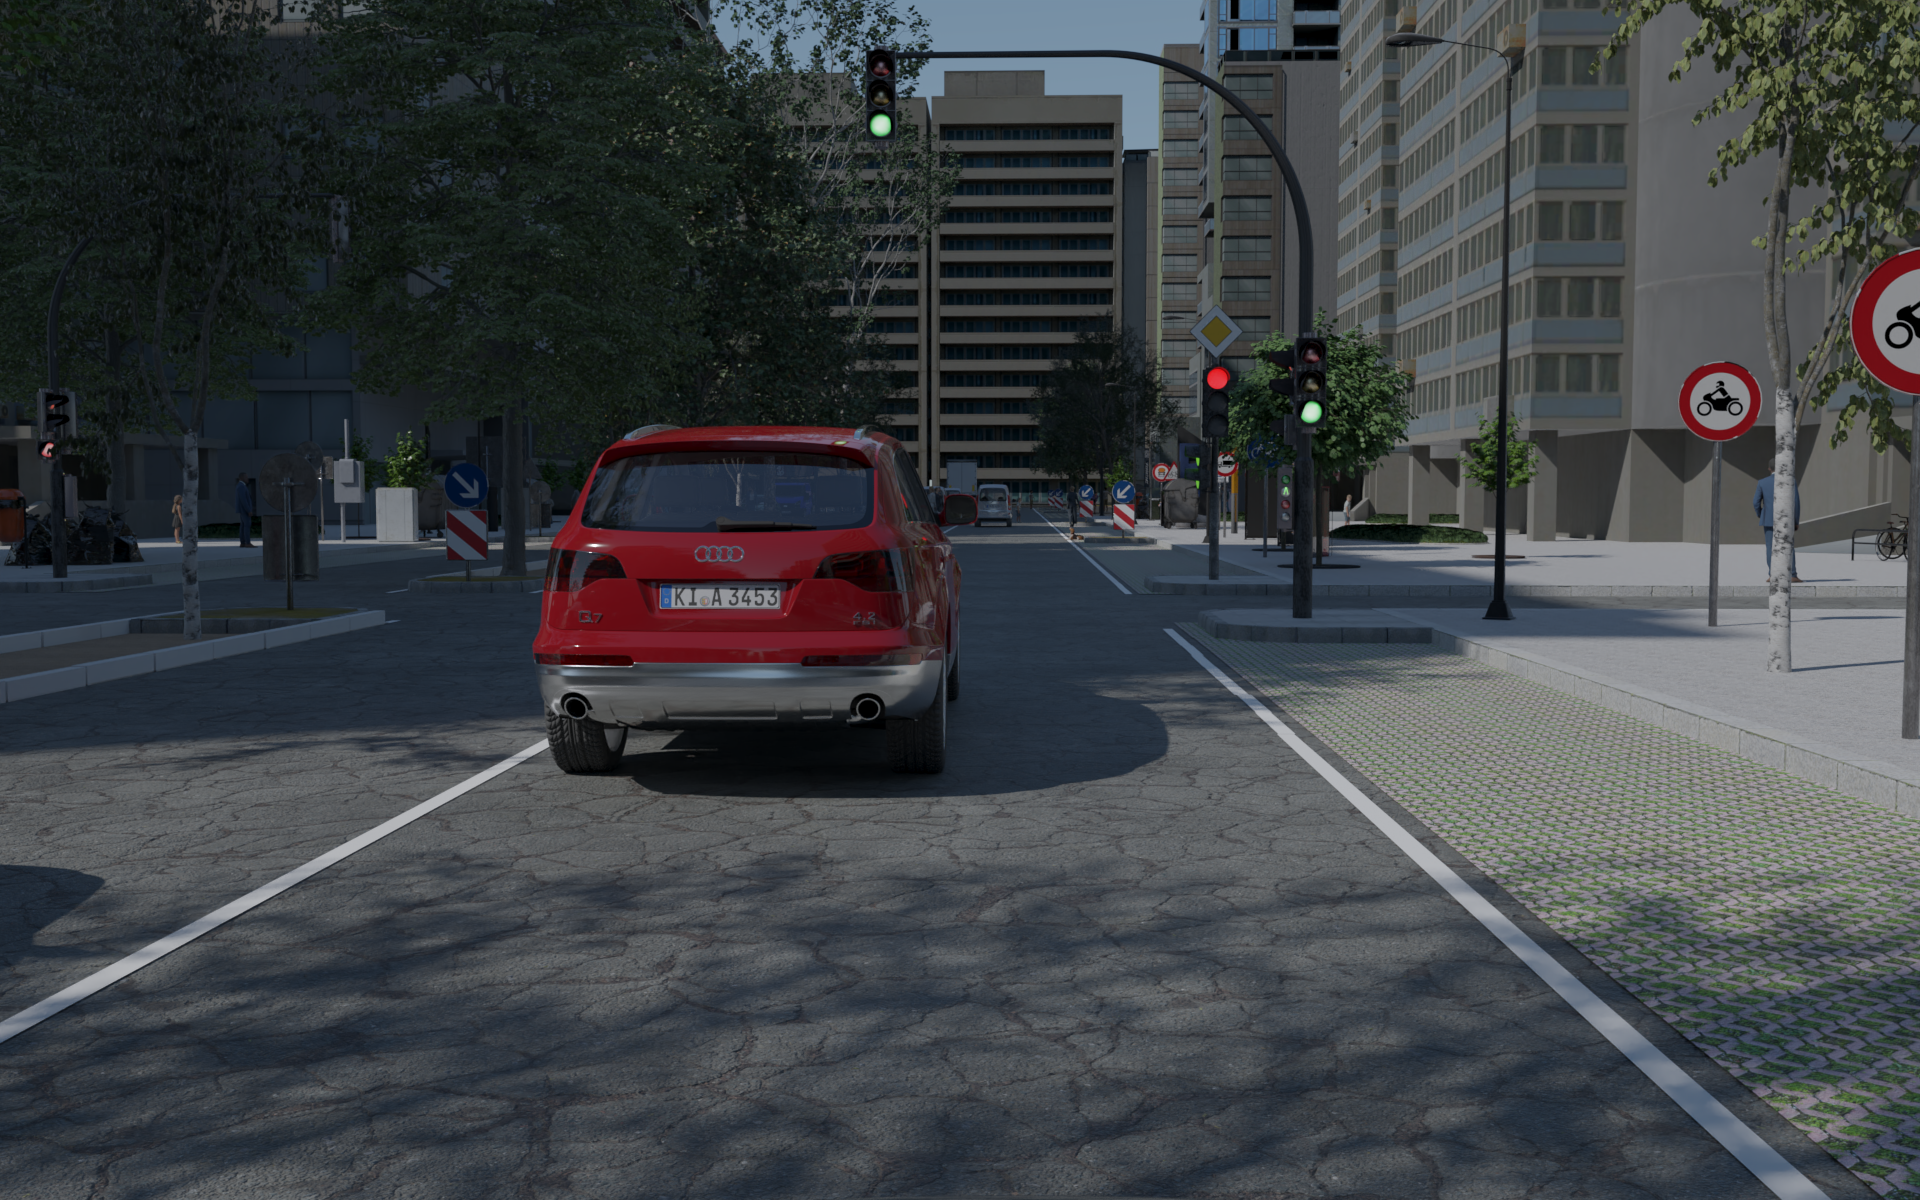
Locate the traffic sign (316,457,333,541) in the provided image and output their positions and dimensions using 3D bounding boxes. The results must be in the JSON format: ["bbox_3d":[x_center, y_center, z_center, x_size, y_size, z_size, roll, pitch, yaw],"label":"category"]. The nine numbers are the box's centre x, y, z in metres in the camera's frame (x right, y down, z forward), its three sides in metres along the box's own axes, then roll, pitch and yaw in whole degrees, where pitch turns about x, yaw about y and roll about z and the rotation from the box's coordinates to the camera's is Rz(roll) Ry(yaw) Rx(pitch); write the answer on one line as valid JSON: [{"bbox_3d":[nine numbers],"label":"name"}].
[{"bbox_3d":[-17.423,-2.763,47.302,0.606,2.300,0.079,0,4,2],"label":"traffic sign"}]

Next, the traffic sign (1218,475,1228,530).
[{"bbox_3d":[9.215,-3.628,61.448,0.606,2.300,0.079,0,4,3],"label":"traffic sign"}]

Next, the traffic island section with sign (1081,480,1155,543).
[{"bbox_3d":[4.652,-2.583,50.860,1.989,1.847,2.006,0,4,2],"label":"traffic island section with sign"}]

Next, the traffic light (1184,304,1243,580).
[{"bbox_3d":[3.785,-2.258,25.844,0.839,4.253,0.868,0,4,2],"label":"traffic light"}]

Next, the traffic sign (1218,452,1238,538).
[{"bbox_3d":[7.810,-3.116,51.047,0.768,2.556,0.104,0,4,6],"label":"traffic sign"}]

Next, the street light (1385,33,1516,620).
[{"bbox_3d":[4.989,-2.757,17.614,1.470,5.913,1.316,0,4,2],"label":"street light"}]

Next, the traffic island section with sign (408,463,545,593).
[{"bbox_3d":[-7.195,-1.091,25.979,2.006,1.907,1.989,0,4,2],"label":"traffic island section with sign"}]

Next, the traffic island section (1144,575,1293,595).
[{"bbox_3d":[3.825,-0.225,25.957,2.009,0.180,2.903,0,4,2],"label":"traffic island section"}]

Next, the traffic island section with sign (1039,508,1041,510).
[{"bbox_3d":[8.098,-8.997,155.735,1.989,1.847,2.006,0,4,2],"label":"traffic island section with sign"}]

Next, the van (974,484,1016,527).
[{"bbox_3d":[1.484,-4.257,76.617,2.013,2.044,4.112,0,4,2],"label":"van"}]

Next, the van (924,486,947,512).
[{"bbox_3d":[-1.445,-5.435,95.865,2.013,2.044,4.112,0,4,2],"label":"van"}]

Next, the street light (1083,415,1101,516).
[{"bbox_3d":[7.747,-7.851,100.902,1.470,5.913,1.316,0,4,2],"label":"street light"}]

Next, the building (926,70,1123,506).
[{"bbox_3d":[7.690,-35.376,202.094,21.600,48.544,21.300,0,4,2],"label":"building"}]

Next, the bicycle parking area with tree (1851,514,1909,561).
[{"bbox_3d":[21.132,-2.689,30.969,8.231,4.147,9.016,0,4,4],"label":"bicycle parking area with tree"}]

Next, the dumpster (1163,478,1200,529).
[{"bbox_3d":[8.165,-3.553,63.855,1.264,1.857,1.865,0,4,2],"label":"dumpster"}]

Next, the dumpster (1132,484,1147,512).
[{"bbox_3d":[10.015,-5.688,98.750,1.264,1.857,1.865,0,4,2],"label":"dumpster"}]

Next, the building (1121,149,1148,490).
[{"bbox_3d":[25.424,-31.506,198.718,14.086,41.232,14.154,0,4,2],"label":"building"}]

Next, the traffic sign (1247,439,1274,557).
[{"bbox_3d":[6.179,-2.134,35.001,0.768,2.556,0.104,1,4,11],"label":"traffic sign"}]

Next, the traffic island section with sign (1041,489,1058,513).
[{"bbox_3d":[7.192,-7.321,128.319,1.989,1.847,2.006,0,4,2],"label":"traffic island section with sign"}]

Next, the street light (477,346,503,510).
[{"bbox_3d":[-14.433,-4.975,53.884,1.470,5.913,1.316,0,4,2],"label":"street light"}]

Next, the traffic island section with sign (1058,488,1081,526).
[{"bbox_3d":[5.530,-4.231,77.801,1.989,1.847,2.006,0,4,2],"label":"traffic island section with sign"}]

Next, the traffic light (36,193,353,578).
[{"bbox_3d":[-11.674,-3.162,26.370,4.771,5.953,1.251,0,4,2],"label":"traffic light"}]

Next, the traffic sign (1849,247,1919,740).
[{"bbox_3d":[4.986,-0.545,9.011,0.768,2.556,0.104,0,4,7],"label":"traffic sign"}]

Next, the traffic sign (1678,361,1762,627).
[{"bbox_3d":[7.293,-1.015,16.704,0.768,2.556,0.104,1,4,9],"label":"traffic sign"}]

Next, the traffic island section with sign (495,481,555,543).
[{"bbox_3d":[-12.644,-2.638,51.754,1.989,1.847,2.006,0,4,2],"label":"traffic island section with sign"}]

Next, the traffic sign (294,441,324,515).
[{"bbox_3d":[-15.685,-2.544,41.703,0.768,2.556,0.104,1,4,10],"label":"traffic sign"}]

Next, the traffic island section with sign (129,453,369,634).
[{"bbox_3d":[-7.448,-0.638,18.576,2.006,1.907,1.989,0,4,2],"label":"traffic island section with sign"}]

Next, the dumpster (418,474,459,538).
[{"bbox_3d":[-15.625,-2.773,51.096,1.264,1.857,1.865,0,4,2],"label":"dumpster"}]

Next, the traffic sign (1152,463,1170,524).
[{"bbox_3d":[8.304,-4.358,71.367,0.768,2.556,0.104,0,4,6],"label":"traffic sign"}]

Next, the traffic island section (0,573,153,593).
[{"bbox_3d":[-13.807,-0.260,26.539,2.009,0.180,2.903,0,4,2],"label":"traffic island section"}]

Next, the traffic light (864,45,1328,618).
[{"bbox_3d":[1.429,-2.637,17.791,4.771,5.953,1.251,0,4,2],"label":"traffic light"}]

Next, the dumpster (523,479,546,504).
[{"bbox_3d":[-16.214,-3.582,64.328,1.264,1.857,1.865,0,4,2],"label":"dumpster"}]

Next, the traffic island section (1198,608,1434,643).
[{"bbox_3d":[3.562,0.263,17.976,2.009,0.180,2.903,0,4,2],"label":"traffic island section"}]

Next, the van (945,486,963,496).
[{"bbox_3d":[-0.517,-6.878,119.471,2.013,2.044,4.112,0,4,1],"label":"van"}]

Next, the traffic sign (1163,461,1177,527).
[{"bbox_3d":[8.445,-4.184,68.405,0.884,2.594,0.081,0,4,8],"label":"traffic sign"}]

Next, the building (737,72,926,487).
[{"bbox_3d":[-13.886,-35.441,203.158,21.600,48.544,21.300,0,4,2],"label":"building"}]

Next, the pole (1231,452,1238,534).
[{"bbox_3d":[8.889,-3.802,56.011,0.158,3.312,0.155,0,3,0],"label":"pole"}]

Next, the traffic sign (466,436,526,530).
[{"bbox_3d":[-16.348,-4.106,61.009,2.265,3.308,0.079,1,4,11],"label":"traffic sign"}]

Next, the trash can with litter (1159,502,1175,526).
[{"bbox_3d":[8.591,-3.599,70.230,0.624,1.170,1.055,3,5,44],"label":"trash can with litter"}]

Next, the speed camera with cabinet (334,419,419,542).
[{"bbox_3d":[-15.546,-3.168,46.126,2.038,3.252,0.660,0,4,-7],"label":"speed camera with cabinet"}]

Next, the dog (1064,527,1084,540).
[{"bbox_3d":[3.577,-2.046,53.644,0.550,0.427,0.748,-1,4,-16],"label":"dog"}]

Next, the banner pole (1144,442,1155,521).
[{"bbox_3d":[9.025,-5.681,82.909,0.401,3.779,0.863,3,4,38],"label":"banner pole"}]

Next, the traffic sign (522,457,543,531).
[{"bbox_3d":[-14.937,-3.680,60.167,0.884,2.594,0.081,0,4,5],"label":"traffic sign"}]
